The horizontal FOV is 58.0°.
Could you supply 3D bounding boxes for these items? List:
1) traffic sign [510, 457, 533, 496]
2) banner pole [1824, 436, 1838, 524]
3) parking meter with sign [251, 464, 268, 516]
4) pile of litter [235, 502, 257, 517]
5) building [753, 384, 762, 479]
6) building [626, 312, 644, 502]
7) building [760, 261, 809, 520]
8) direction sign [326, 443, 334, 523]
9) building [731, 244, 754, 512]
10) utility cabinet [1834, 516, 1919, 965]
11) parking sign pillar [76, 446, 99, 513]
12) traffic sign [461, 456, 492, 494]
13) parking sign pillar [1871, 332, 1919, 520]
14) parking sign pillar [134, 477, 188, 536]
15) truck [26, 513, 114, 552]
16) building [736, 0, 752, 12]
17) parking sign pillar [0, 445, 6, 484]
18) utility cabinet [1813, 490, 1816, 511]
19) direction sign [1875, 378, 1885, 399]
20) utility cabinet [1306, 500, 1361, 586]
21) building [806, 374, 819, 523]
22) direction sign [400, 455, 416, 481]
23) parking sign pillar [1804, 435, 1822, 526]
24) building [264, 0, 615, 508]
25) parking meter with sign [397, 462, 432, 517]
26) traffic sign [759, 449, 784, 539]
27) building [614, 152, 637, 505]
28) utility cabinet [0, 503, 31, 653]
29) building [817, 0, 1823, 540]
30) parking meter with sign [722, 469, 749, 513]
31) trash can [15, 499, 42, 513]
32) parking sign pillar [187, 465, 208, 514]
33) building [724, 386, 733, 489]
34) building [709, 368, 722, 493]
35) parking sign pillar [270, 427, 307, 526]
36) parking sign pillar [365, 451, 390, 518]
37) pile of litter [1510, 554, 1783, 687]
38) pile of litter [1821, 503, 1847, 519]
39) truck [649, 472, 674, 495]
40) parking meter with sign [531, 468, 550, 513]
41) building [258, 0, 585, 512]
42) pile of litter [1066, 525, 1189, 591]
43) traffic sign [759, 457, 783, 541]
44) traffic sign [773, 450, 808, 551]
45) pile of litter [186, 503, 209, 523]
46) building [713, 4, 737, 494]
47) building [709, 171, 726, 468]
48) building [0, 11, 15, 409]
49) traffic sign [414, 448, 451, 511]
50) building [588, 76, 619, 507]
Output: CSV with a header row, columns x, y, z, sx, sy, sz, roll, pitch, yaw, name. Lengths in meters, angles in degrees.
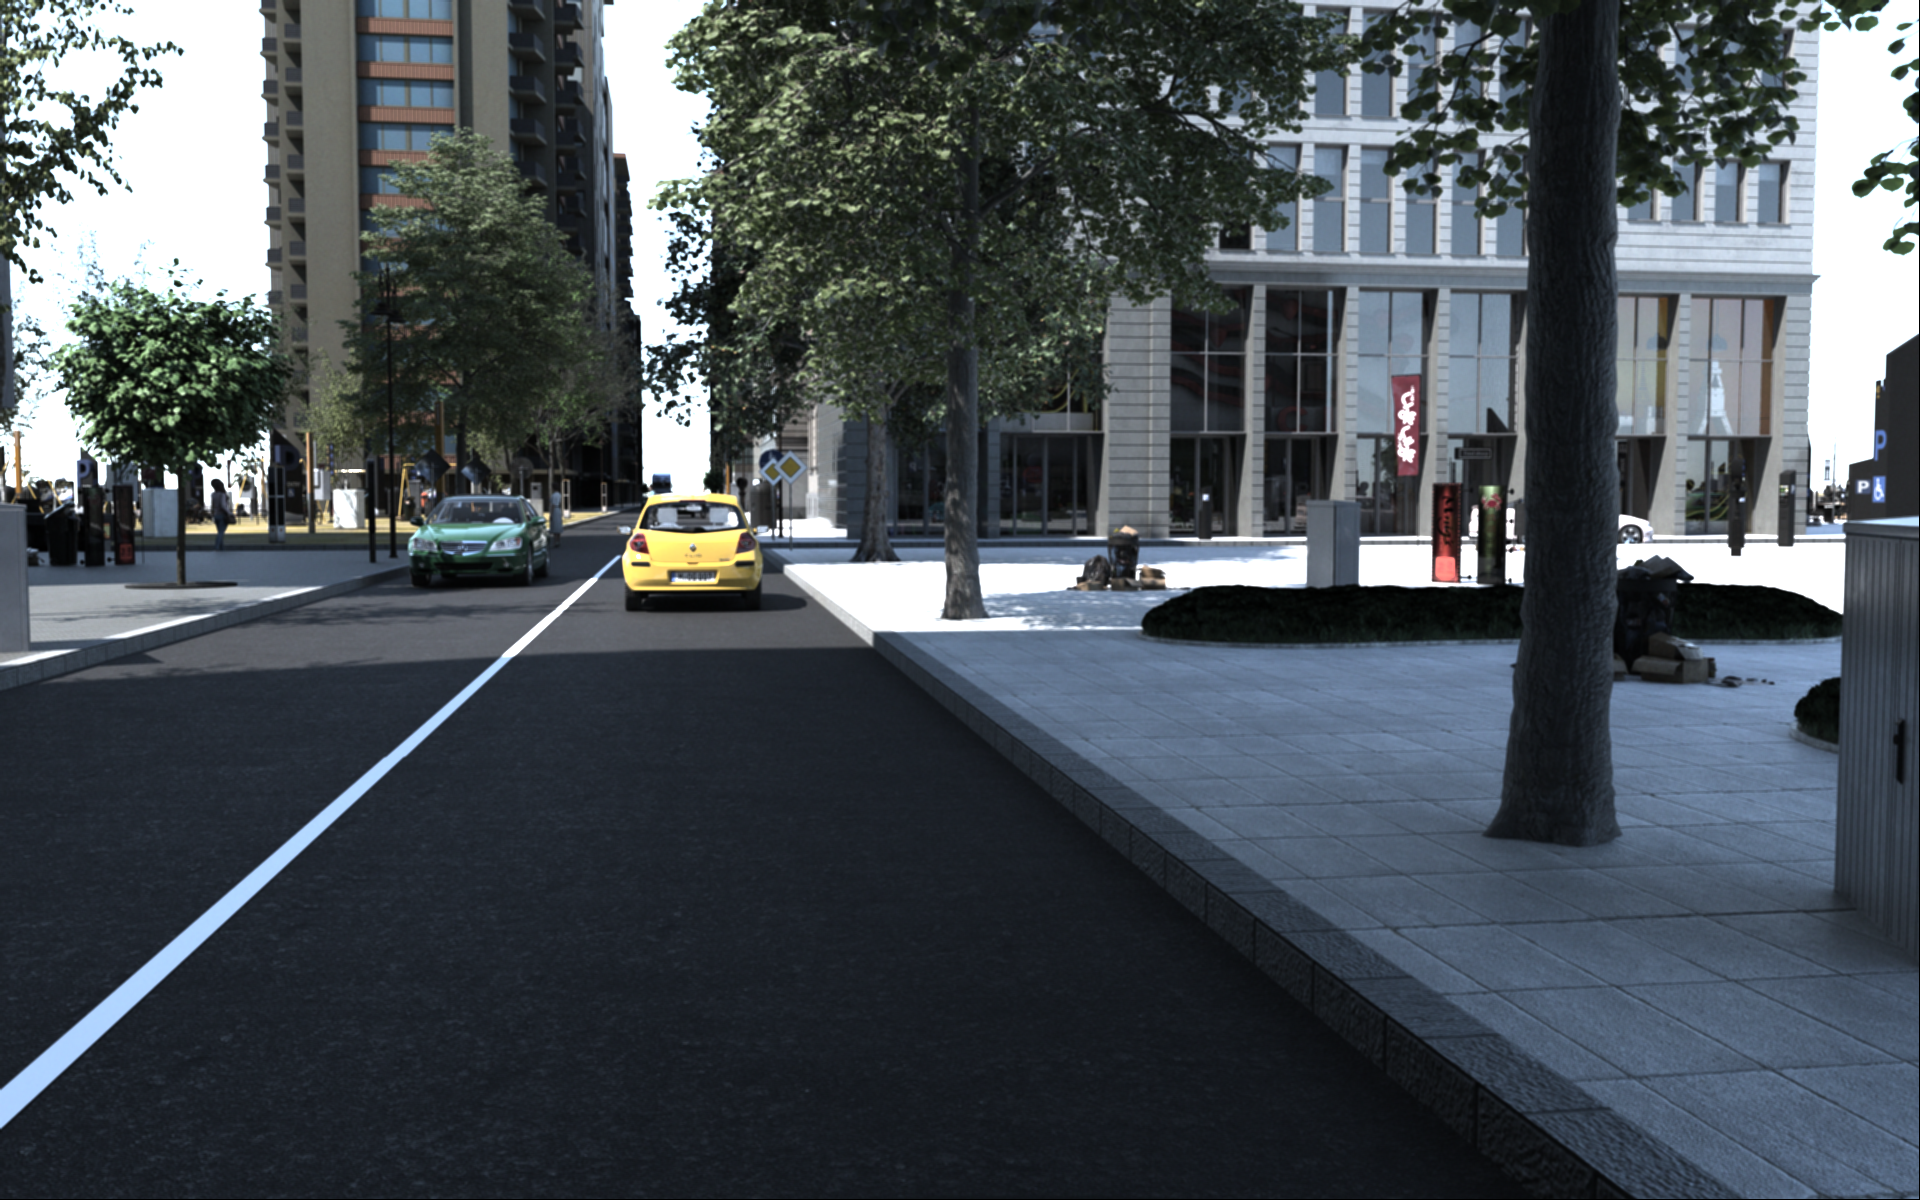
x,y,z,sx,sy,sz,roll,pitch,yaw,name
-15.051,-3.635,59.534,0.768,2.556,0.104,0,4,-8,traffic sign
38.084,-5.228,75.493,0.401,3.779,0.863,1,4,19,banner pole
-40.451,-6.414,101.135,1.738,3.016,0.543,1,4,12,parking meter with sign
-39.777,-5.030,96.205,1.176,0.858,1.719,-3,5,-39,pile of litter
-8.056,-15.829,113.561,10.420,20.320,16.860,-1,4,-9,building
-56.149,-30.264,266.515,14.160,30.474,14.107,-1,4,-9,building
-5.941,-15.037,95.006,9.793,20.994,18.267,-1,4,-9,building
-27.829,-5.172,76.552,0.379,3.537,0.876,-3,4,-38,direction sign
-10.459,-22.063,132.425,14.160,30.474,14.107,-1,4,-9,building
2.843,0.373,5.065,0.306,1.237,1.020,1,4,14,utility cabinet
-48.886,-6.641,97.058,1.447,3.967,1.447,2,4,24,parking sign pillar
-12.835,-2.590,45.993,0.795,2.450,0.064,-1,4,-9,traffic sign
12.673,-2.087,22.598,1.447,3.967,1.447,0,4,3,parking sign pillar
-24.745,-3.965,53.299,1.447,3.967,1.447,-2,4,-28,parking sign pillar
-29.603,-3.068,39.924,18.799,4.110,2.967,-1,4,-10,truck
-8.962,-30.565,154.366,22.147,44.769,28.867,-1,4,-9,building
-52.315,-6.445,93.849,1.447,3.967,1.447,0,4,8,parking sign pillar
52.516,-5.910,105.305,0.318,1.500,1.173,-3,5,-39,utility cabinet
18.141,-2.579,34.170,0.379,3.537,0.876,1,4,14,direction sign
3.970,-0.445,18.438,0.306,1.237,1.020,0,4,-5,utility cabinet
0.304,-17.541,74.189,14.401,28.519,23.554,-1,4,-9,building
-32.208,-6.676,101.148,0.876,3.537,0.379,-1,4,-11,direction sign
33.825,-4.955,69.478,1.447,3.967,1.447,1,4,19,parking sign pillar
-46.660,-34.886,159.629,28.713,52.752,27.495,-1,4,-9,building
-29.833,-6.022,94.723,1.738,3.016,0.543,-1,4,-13,parking meter with sign
-5.354,-3.025,49.557,0.768,2.556,0.104,0,4,-1,traffic sign
-52.117,-34.303,215.480,22.147,44.769,28.867,-1,4,-9,building
-7.954,-0.198,14.406,0.306,1.237,1.020,-2,4,-34,utility cabinet
10.542,-16.986,55.206,29.804,29.767,11.434,-1,4,-9,building
-15.338,-7.475,118.478,1.738,3.016,0.543,1,4,9,parking meter with sign
-28.453,-2.525,52.932,0.748,1.137,0.748,0,3,0,trash can
-47.162,-7.231,106.700,1.447,3.967,1.447,1,4,13,parking sign pillar
-10.836,-20.729,183.963,27.650,21.520,28.899,-1,4,-9,building
-32.350,-30.628,272.467,14.160,30.474,14.107,-1,4,-9,building
-26.873,-4.933,69.127,1.447,3.967,1.447,2,4,24,parking sign pillar
-31.103,-6.337,92.090,1.447,3.967,1.447,3,5,43,parking sign pillar
4.749,0.112,12.136,1.176,0.858,1.719,-2,4,-33,pile of litter
44.637,-4.519,87.848,1.176,0.858,1.719,-3,4,-36,pile of litter
-37.784,-14.118,220.588,2.967,4.110,18.799,-1,4,-8,truck
-28.701,-7.409,117.404,1.738,3.016,0.543,0,4,-7,parking meter with sign
-40.159,-29.198,132.013,22.147,44.769,28.867,-1,4,-9,building
2.299,-0.572,23.310,1.719,0.858,1.176,0,4,6,pile of litter
-5.082,-2.663,47.184,0.795,2.450,0.064,-1,4,-9,traffic sign
-3.844,-2.181,39.295,0.795,2.450,0.064,-1,4,-9,traffic sign
-34.457,-3.890,77.565,1.176,0.858,1.719,0,4,-2,pile of litter
-26.300,-49.932,254.631,20.563,71.187,20.611,-1,4,-9,building
-22.071,-35.259,231.105,22.147,44.769,28.867,-1,4,-9,building
-23.853,-20.955,26.212,14.086,41.232,14.154,-1,4,-9,building
-11.597,-2.108,38.104,0.795,2.450,0.064,-1,4,-9,traffic sign
-43.414,-32.499,181.477,14.600,45.320,14.200,-1,4,-9,building
